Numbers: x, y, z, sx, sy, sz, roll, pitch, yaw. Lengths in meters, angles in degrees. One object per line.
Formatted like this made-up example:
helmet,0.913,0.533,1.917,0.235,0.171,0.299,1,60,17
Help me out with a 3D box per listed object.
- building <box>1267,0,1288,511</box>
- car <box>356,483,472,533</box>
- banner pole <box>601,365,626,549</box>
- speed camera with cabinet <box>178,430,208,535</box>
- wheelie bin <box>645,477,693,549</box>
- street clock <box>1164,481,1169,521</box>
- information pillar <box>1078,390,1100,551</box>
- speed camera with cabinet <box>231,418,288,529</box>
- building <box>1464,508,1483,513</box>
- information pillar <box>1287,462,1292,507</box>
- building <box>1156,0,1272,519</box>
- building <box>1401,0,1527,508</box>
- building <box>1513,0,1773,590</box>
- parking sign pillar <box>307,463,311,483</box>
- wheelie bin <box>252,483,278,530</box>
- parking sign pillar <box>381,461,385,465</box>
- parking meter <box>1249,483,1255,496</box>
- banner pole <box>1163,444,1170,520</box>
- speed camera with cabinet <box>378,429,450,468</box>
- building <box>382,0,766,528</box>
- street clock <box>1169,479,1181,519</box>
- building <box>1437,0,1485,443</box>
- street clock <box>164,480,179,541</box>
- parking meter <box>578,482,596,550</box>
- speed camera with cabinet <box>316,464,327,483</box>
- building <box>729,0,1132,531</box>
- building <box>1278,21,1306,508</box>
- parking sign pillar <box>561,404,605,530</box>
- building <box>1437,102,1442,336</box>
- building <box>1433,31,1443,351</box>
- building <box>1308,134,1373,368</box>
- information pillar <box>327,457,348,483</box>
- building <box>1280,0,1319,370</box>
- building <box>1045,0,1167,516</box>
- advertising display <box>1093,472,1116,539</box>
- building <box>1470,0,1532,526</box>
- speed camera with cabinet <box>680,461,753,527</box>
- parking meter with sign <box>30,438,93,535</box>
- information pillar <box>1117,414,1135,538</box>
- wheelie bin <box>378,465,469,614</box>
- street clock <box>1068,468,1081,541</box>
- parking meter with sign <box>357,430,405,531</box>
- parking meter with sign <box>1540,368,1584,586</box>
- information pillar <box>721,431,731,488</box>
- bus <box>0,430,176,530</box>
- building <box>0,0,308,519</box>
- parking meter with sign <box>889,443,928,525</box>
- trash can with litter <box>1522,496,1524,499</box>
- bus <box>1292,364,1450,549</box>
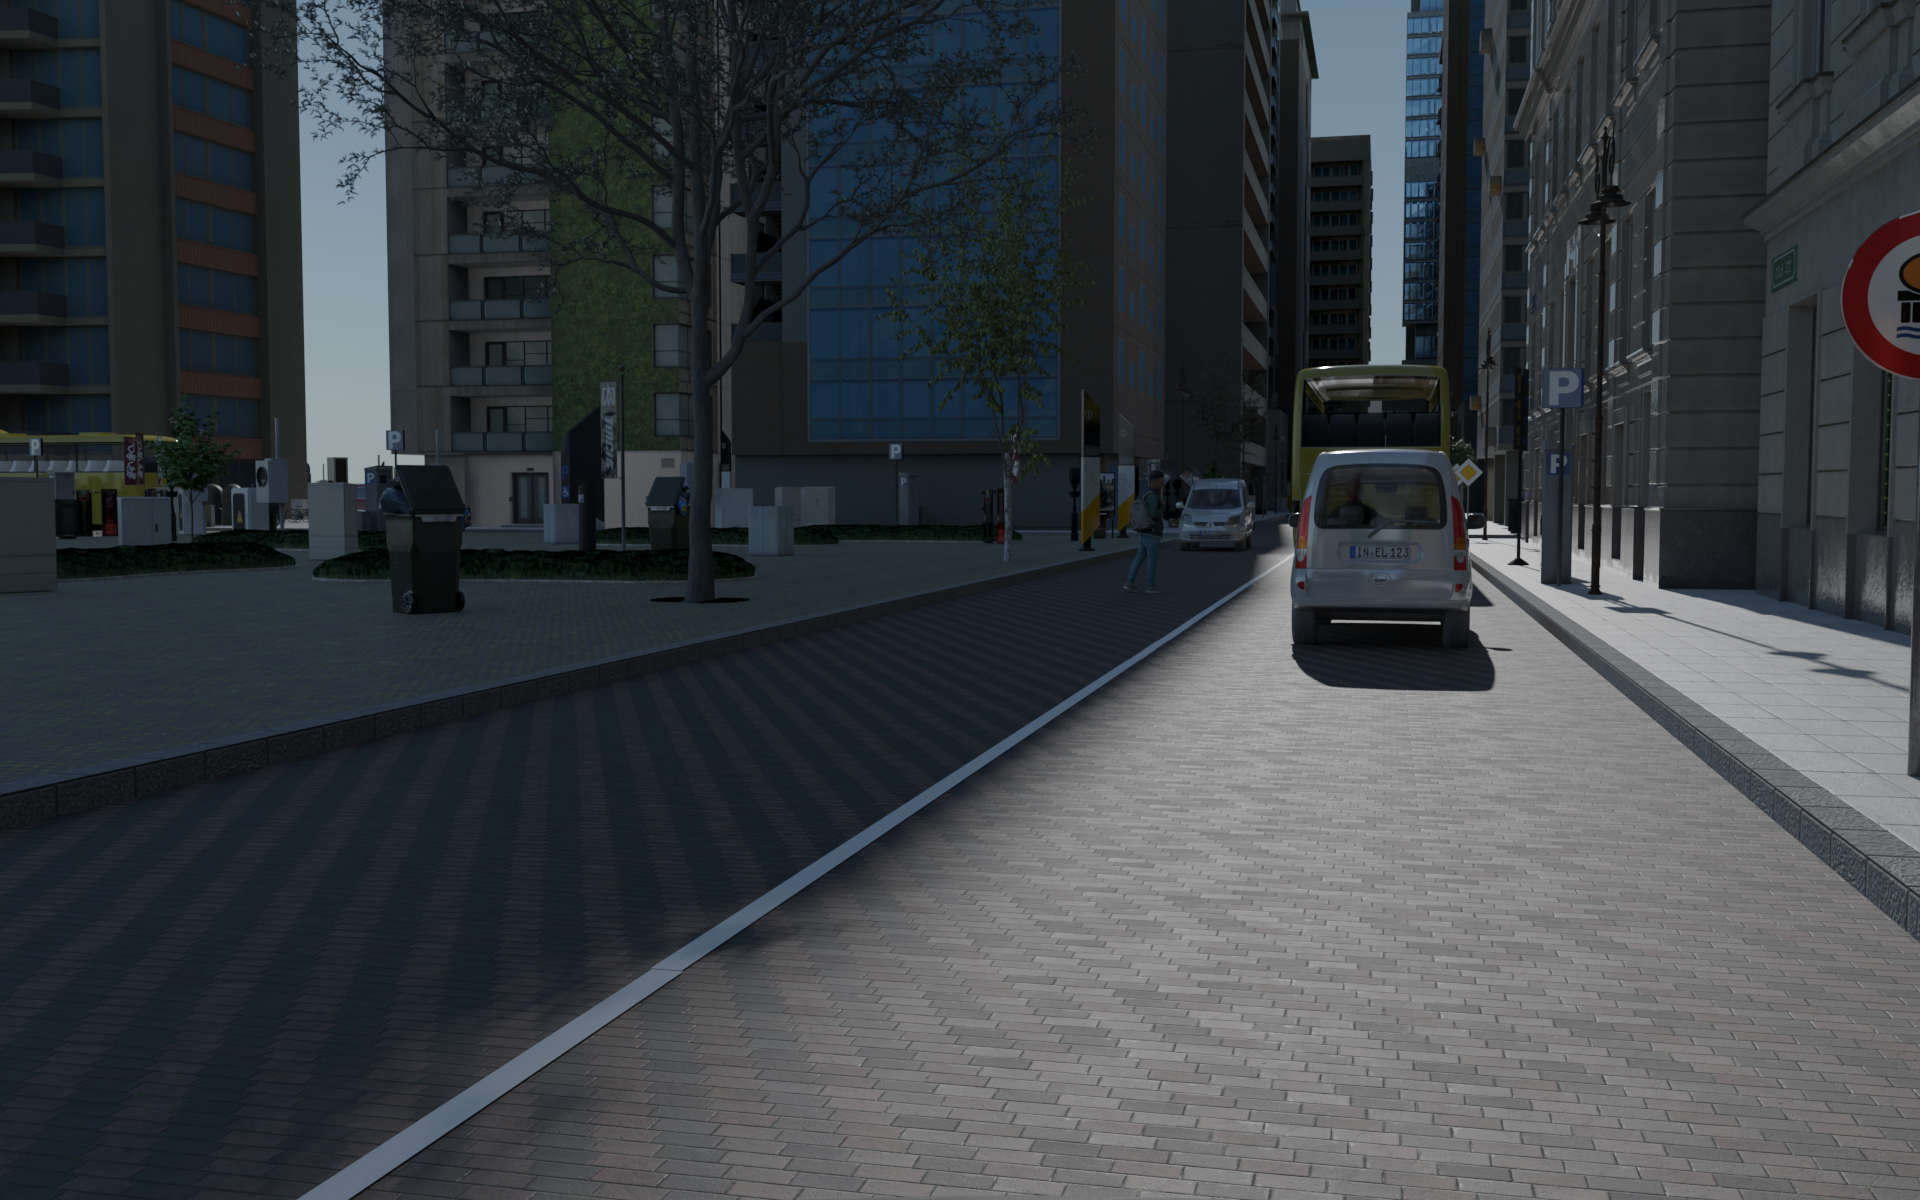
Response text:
building,17.255,-51.062,147.535,22.319,86.520,31.000,1,4,14
car,-19.365,-3.120,59.687,5.304,1.827,2.281,1,4,15
banner pole,-6.718,-2.673,33.718,0.863,3.779,0.401,3,4,39
speed camera with cabinet,-23.779,-3.629,53.666,0.660,3.252,2.038,-2,4,-32
wheelie bin,-5.279,-1.440,31.446,0.980,1.594,0.693,2,4,25
street clock,9.982,-4.817,83.323,0.358,2.002,0.471,0,4,6
information pillar,2.932,-2.916,39.025,0.504,3.616,0.183,-2,4,-33
speed camera with cabinet,-18.379,-3.123,45.402,2.038,3.252,0.660,3,5,41
building,44.263,-48.711,109.088,22.319,86.520,31.000,1,4,14
information pillar,23.388,-8.027,122.603,0.183,3.616,0.504,-3,4,-38
building,6.534,-29.150,100.304,21.300,48.544,21.600,1,4,14
building,67.880,-55.351,217.655,31.000,86.520,22.319,1,4,14
building,17.812,-14.420,33.032,12.463,27.353,25.104,1,4,14
parking sign pillar,-39.647,-7.093,104.439,1.447,3.967,1.447,1,4,9
wheelie bin,-20.137,-2.584,50.151,0.693,1.594,0.980,2,4,27
parking sign pillar,-47.794,-9.473,143.358,1.447,3.967,1.447,-3,5,-42
parking meter,15.395,-5.235,91.297,0.255,1.863,0.399,2,4,26
banner pole,10.278,-5.872,86.024,0.401,3.779,0.863,0,4,0
speed camera with cabinet,-16.691,-3.585,52.959,2.038,3.252,0.660,0,4,3
building,-15.257,-23.701,71.106,14.086,41.232,14.154,1,4,14
street clock,10.413,-4.796,82.982,0.471,2.002,0.358,1,4,12
building,44.632,-29.630,134.555,14.600,45.320,14.200,1,4,14
street clock,-21.330,-2.588,46.884,0.358,2.002,0.471,-2,4,-27
parking meter,-8.056,-1.775,37.432,0.372,1.533,0.369,0,3,0
speed camera with cabinet,-41.155,-7.300,113.693,2.038,3.252,0.660,-3,5,-43
building,0.258,-25.494,66.936,14.600,45.320,14.200,1,4,14
building,26.325,-31.785,169.802,14.600,45.320,14.200,1,4,14
parking sign pillar,-11.223,-3.856,51.519,1.447,3.967,1.447,3,4,39
building,62.083,-34.459,183.014,23.786,49.044,30.456,1,4,14
building,53.949,-30.583,154.651,22.147,44.769,28.867,1,4,14
building,42.321,-36.777,225.002,21.600,48.544,21.300,1,4,14
information pillar,-12.412,-1.841,34.584,0.304,2.012,0.304,3,5,44
building,25.142,-36.923,192.922,27.495,52.752,28.713,1,4,14
building,14.913,-29.043,124.971,14.600,45.320,14.200,1,4,14
advertising display,4.024,-2.729,49.831,0.974,1.923,0.123,-2,4,-24
building,33.928,-23.164,70.610,23.993,40.220,32.217,1,4,14
speed camera with cabinet,-6.951,-3.374,49.494,2.038,3.252,0.660,-2,4,-31
parking meter with sign,-28.330,-3.572,54.668,0.543,3.016,1.738,2,4,28
information pillar,4.841,-3.617,50.489,0.504,3.616,0.183,1,4,21
wheelie bin,-5.837,-0.664,18.764,0.693,1.594,0.980,3,5,42
street clock,3.130,-2.614,47.307,0.358,2.002,0.471,0,4,-5
parking meter with sign,-15.622,-3.069,46.444,0.543,3.016,1.738,1,4,18
parking meter with sign,8.616,-1.752,24.903,0.543,3.016,1.738,1,4,17
information pillar,-8.630,-4.440,63.941,0.504,3.616,0.183,3,5,44
bus,-35.129,-4.475,64.716,12.252,3.916,2.896,1,4,14
building,-48.517,-26.302,84.665,28.867,44.769,22.147,1,4,14
parking meter with sign,-1.755,-3.925,60.432,0.543,3.016,1.738,2,4,32
trash can with litter,29.944,-4.921,91.518,2.233,1.210,1.678,-1,4,-21
bus,8.194,-2.617,34.332,2.896,3.916,12.252,1,4,14
